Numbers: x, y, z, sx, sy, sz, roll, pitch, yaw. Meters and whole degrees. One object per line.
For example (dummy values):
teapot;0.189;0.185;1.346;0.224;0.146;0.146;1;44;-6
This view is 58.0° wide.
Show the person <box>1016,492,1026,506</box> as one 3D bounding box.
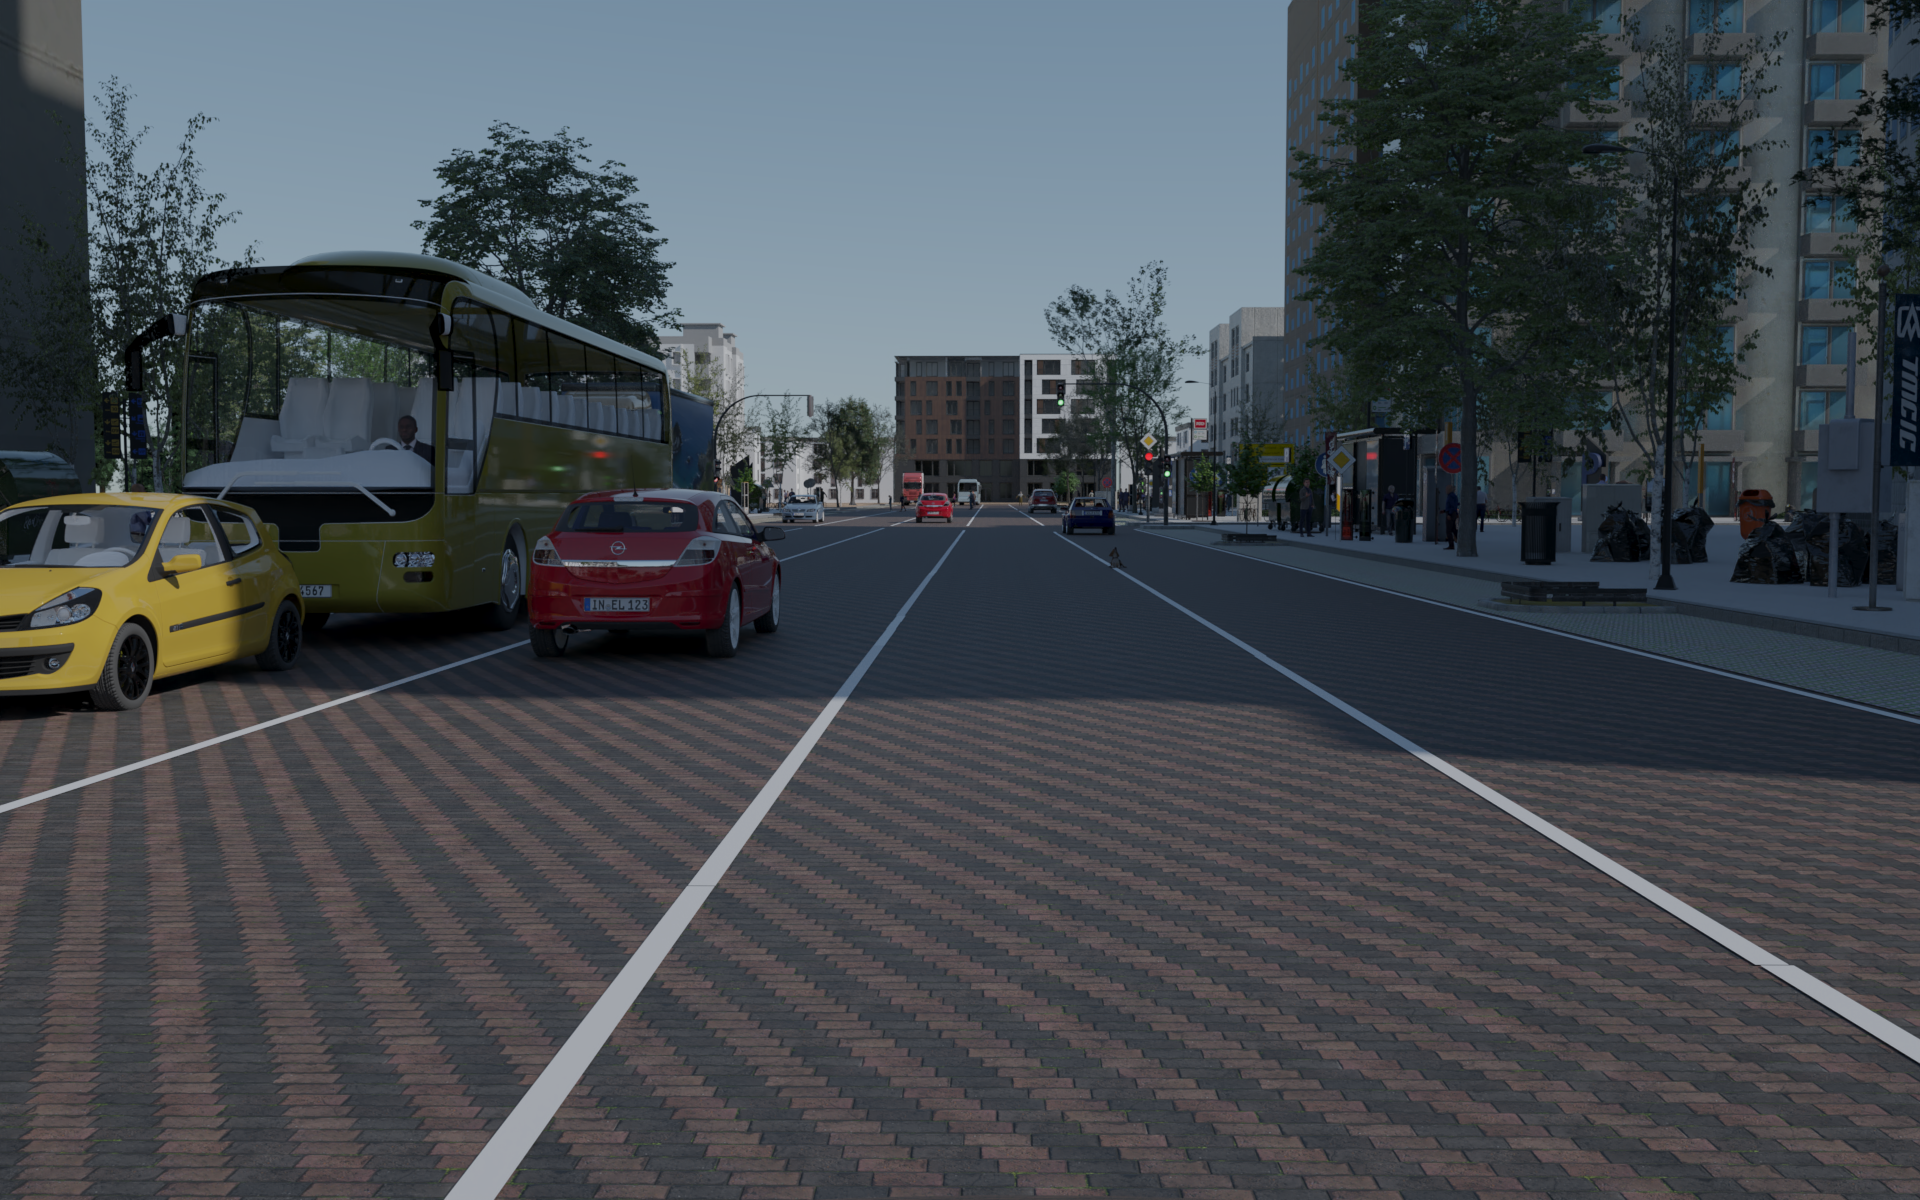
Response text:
person;7.429;-12.367;211.430;1.217;1.736;0.721;-1;4;-9

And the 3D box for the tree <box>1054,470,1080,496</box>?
tree;13.456;-14.251;216.711;4.285;4.588;4.351;0;3;0

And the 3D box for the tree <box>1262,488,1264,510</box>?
tree;24.827;-9.726;142.726;4.285;4.588;4.351;0;3;0

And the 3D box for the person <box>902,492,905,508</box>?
person;-5.875;-10.295;178.300;0.415;1.643;0.593;-3;5;-41

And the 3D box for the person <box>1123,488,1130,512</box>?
person;12.160;-7.327;126.759;0.541;1.710;0.530;1;4;22

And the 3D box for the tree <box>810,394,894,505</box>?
tree;-12.303;-17.179;197.890;9.611;12.733;9.660;0;3;0

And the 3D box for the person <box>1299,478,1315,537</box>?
person;10.439;-2.762;51.735;0.617;1.759;0.750;-1;4;-21

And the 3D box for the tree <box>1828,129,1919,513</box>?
tree;18.975;-5.117;34.023;4.737;8.622;4.395;0;3;0

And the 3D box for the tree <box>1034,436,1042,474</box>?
tree;12.583;-16.489;203.999;7.601;10.594;8.767;1;4;22

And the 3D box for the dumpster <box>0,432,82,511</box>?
dumpster;-15.026;-1.513;27.224;1.502;2.255;1.985;0;4;1

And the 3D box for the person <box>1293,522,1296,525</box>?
person;12.982;-3.487;66.959;0.340;1.345;0.435;0;4;-7

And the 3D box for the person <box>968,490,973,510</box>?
person;0.977;-9.302;160.664;0.705;1.814;1.350;1;4;17

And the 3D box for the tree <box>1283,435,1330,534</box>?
tree;11.459;-3.792;56.608;1.663;3.219;1.824;0;3;0

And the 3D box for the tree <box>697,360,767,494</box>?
tree;-12.833;-8.879;95.539;4.360;8.622;3.978;0;3;0

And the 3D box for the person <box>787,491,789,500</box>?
person;-22.127;-13.192;222.445;1.217;1.736;0.721;0;3;0

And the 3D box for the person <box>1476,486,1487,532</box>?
person;17.517;-3.078;58.575;0.614;1.554;0.590;1;4;13

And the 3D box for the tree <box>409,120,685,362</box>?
tree;-14.042;-9.298;58.679;9.857;13.997;8.962;0;3;0

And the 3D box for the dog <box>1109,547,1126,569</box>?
dog;3.105;-0.825;33.679;0.748;0.427;0.550;-3;5;-40

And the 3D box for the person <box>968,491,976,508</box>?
person;1.242;-10.273;176.996;0.750;1.759;0.617;-2;4;-33

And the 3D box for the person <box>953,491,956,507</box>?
person;-0.726;-11.496;197.139;0.721;1.739;1.217;0;4;4

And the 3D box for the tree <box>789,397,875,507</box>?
tree;-11.903;-14.177;166.198;8.767;10.594;7.601;-3;5;-39

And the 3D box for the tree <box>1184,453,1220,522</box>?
tree;11.139;-5.243;80.327;1.663;3.219;1.824;0;3;0

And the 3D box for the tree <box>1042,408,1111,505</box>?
tree;13.229;-15.527;188.280;7.601;10.594;8.767;0;4;6

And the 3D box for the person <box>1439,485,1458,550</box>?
person;11.331;-1.915;40.041;0.574;1.496;0.600;-3;4;-38

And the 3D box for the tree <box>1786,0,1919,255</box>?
tree;9.857;-4.780;12.566;8.767;10.594;7.601;0;4;-3

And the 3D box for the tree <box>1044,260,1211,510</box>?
tree;13.728;-17.346;139.496;12.611;20.169;13.585;0;3;0

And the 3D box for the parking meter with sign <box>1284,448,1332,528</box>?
parking meter with sign;13.195;-4.242;65.616;1.738;3.016;0.543;-1;4;-9

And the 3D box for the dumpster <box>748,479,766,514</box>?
dumpster;-13.695;-6.842;114.365;1.502;2.255;1.985;0;4;1

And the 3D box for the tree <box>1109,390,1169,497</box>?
tree;12.801;-10.594;123.571;4.737;8.622;4.395;0;3;0

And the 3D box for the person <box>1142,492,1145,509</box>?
person;15.763;-8.540;148.902;0.421;1.427;0.697;-1;4;-19

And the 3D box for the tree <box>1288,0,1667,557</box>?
tree;10.110;-7.180;35.523;7.486;12.596;7.792;0;3;0

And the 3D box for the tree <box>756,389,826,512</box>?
tree;-12.640;-10.503;122.083;4.737;8.622;4.395;0;3;0

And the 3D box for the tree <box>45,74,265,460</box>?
tree;-14.361;-4.923;30.847;4.360;8.622;3.978;0;3;0

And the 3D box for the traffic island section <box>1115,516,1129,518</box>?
traffic island section;9.029;-4.940;103.629;1.991;0.108;1.994;0;4;1

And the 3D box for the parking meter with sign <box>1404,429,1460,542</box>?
parking meter with sign;12.868;-3.080;46.615;1.738;3.016;0.543;0;4;-1

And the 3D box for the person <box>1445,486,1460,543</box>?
person;13.038;-2.266;45.459;0.546;1.535;0.453;1;4;12

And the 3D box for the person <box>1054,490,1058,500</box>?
person;9.767;-10.349;177.792;0.705;1.814;1.350;-1;4;-22

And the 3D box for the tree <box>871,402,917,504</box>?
tree;-10.862;-19.627;231.270;12.009;13.543;11.850;0;3;0

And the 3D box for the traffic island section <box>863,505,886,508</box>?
traffic island section;-9.060;-9.679;181.109;1.991;0.108;1.994;0;4;1

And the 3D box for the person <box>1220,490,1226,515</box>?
person;15.295;-5.656;100.990;0.523;1.526;0.387;2;4;32

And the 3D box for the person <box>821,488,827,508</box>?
person;-12.536;-9.247;157.252;1.348;1.821;0.705;-3;5;-44

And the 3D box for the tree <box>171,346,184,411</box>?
tree;-43.134;-10.832;102.862;9.928;11.665;9.643;0;3;0

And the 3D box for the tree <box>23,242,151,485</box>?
tree;-23.842;-6.050;49.287;4.737;8.622;4.395;0;3;0

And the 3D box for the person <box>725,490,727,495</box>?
person;-24.281;-10.490;178.285;0.721;1.736;1.217;-2;4;-34

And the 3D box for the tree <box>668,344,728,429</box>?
tree;-13.310;-8.204;84.504;4.737;8.622;4.395;0;3;0

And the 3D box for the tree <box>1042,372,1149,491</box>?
tree;13.533;-15.738;167.689;12.009;13.543;11.850;0;3;0

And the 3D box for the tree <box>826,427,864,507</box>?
tree;-12.067;-13.933;178.162;4.737;8.622;4.395;0;3;0

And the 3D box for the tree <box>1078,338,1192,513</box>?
tree;11.624;-11.575;115.003;9.928;11.665;9.643;0;3;0

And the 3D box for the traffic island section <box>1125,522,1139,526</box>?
traffic island section;8.593;-3.467;78.968;2.009;0.180;2.903;0;4;1

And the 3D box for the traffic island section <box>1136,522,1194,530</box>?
traffic island section;8.450;-2.979;70.984;2.009;0.180;2.903;0;4;1

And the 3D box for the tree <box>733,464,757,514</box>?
tree;-13.783;-7.162;111.700;1.663;3.219;1.824;0;3;0

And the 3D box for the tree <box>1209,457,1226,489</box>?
tree;21.403;-10.101;148.872;4.285;4.588;4.351;0;3;0

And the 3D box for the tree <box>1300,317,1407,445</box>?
tree;15.711;-7.255;68.987;4.737;8.622;4.395;0;3;0

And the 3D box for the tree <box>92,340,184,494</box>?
tree;-65.104;-14.820;144.134;13.155;14.587;18.604;0;4;0

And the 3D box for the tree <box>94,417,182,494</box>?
tree;-61.537;-10.054;127.284;20.602;7.101;11.467;0;4;-6

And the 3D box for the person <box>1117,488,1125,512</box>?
person;11.423;-7.085;122.798;0.530;1.710;0.541;0;4;-8

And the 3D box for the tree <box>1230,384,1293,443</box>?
tree;20.157;-10.150;116.321;4.360;8.622;3.978;0;3;0

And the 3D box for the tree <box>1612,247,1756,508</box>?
tree;21.148;-6.118;50.398;4.737;8.622;4.395;0;3;0

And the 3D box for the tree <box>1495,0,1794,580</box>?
tree;10.415;-4.625;25.983;4.360;8.622;3.978;0;3;0

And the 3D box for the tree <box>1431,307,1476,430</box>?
tree;18.502;-6.818;61.833;4.360;8.622;3.978;0;3;0
